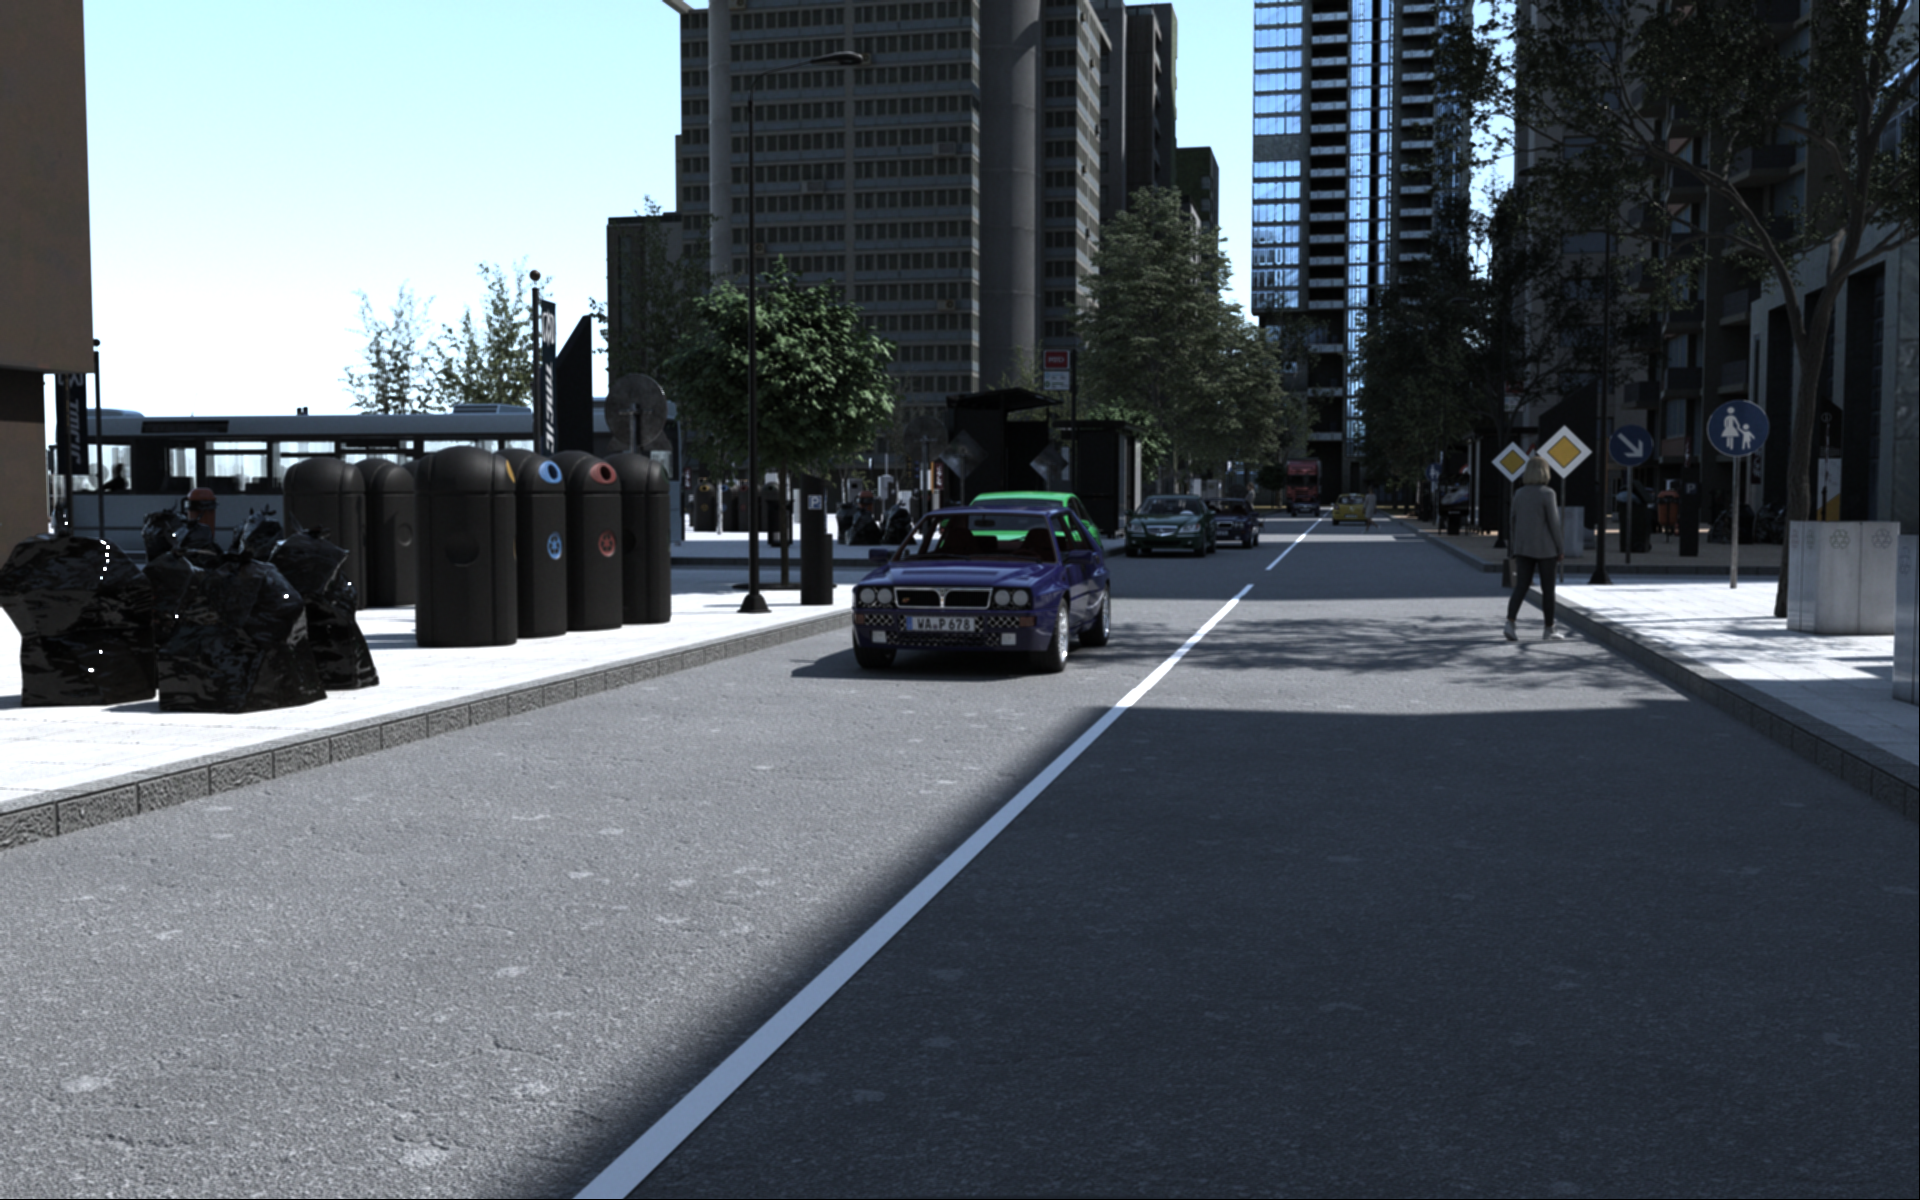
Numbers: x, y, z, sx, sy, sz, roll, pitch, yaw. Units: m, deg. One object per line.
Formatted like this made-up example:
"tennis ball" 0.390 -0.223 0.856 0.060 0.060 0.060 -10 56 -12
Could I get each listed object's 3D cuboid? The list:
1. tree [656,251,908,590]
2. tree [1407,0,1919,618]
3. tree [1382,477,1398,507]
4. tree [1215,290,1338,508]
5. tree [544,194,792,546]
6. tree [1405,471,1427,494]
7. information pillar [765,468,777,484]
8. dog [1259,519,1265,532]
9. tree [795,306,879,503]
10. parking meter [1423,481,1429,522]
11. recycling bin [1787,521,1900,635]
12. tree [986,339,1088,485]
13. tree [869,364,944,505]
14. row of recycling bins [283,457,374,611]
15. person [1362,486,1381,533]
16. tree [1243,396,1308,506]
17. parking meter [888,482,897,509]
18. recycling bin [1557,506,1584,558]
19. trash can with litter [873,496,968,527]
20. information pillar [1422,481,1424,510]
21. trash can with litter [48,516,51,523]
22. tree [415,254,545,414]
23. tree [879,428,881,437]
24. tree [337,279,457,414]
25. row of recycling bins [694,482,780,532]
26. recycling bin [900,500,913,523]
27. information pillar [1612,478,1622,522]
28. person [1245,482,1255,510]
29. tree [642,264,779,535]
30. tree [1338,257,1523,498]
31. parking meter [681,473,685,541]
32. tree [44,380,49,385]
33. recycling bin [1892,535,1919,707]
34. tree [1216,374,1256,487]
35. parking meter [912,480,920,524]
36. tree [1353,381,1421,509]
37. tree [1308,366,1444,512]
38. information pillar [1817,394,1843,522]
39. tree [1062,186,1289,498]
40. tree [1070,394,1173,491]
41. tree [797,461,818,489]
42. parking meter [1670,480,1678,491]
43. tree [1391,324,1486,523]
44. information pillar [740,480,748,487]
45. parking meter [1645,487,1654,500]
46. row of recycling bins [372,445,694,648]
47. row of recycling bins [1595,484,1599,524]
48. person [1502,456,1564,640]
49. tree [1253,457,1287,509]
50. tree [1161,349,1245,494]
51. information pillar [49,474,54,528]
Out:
"tree" -2.441 -2.448 23.732 4.285 4.588 4.351 0 3 0
"tree" 8.454 -5.077 17.419 8.767 10.594 7.601 2 4 27
"tree" 42.252 -10.770 170.696 1.663 3.219 1.824 0 3 0
"tree" 29.338 -18.814 163.491 12.611 20.169 13.585 0 3 0
"tree" -7.020 -5.635 42.497 4.737 8.622 4.395 0 3 0
"tree" 30.527 -7.369 115.088 1.663 3.219 1.824 0 3 0
"information pillar" -7.322 -4.644 67.285 0.504 3.616 0.183 0 4 7
"dog" 11.420 -2.869 66.192 0.540 0.507 0.406 1 4 21
"tree" -6.171 -6.969 64.301 4.737 8.622 4.395 0 3 0
"parking meter" 21.412 -4.517 79.570 0.255 1.863 0.399 1 4 19
"recycling bin" 8.174 -0.214 16.051 0.722 1.027 0.722 0 4 4
"tree" 2.888 -8.073 82.361 4.737 8.622 4.395 0 3 0
"tree" -3.336 -9.072 98.692 4.360 8.622 3.978 0 3 0
"row of recycling bins" -6.623 -0.815 20.436 1.069 1.692 3.534 1 4 15
"person" 14.977 -3.289 63.033 0.760 1.731 0.466 2 4 34
"tree" 32.981 -15.495 179.090 9.928 11.665 9.643 0 3 0
"parking meter" -3.258 -4.756 83.471 0.399 1.863 0.255 -2 4 -27
"recycling bin" 12.173 -1.374 35.019 0.722 1.027 0.722 2 4 31
"trash can with litter" -0.490 -1.532 36.106 2.233 1.210 1.678 -1 4 -15
"information pillar" 26.208 -5.714 97.920 0.304 2.012 0.304 0 4 5
"trash can with litter" -40.349 -4.028 77.237 0.624 1.170 1.055 2 4 32
"tree" -14.224 -6.292 53.242 4.737 8.622 4.395 0 3 0
"tree" -5.825 -7.477 72.603 4.737 8.622 4.395 0 3 0
"tree" -19.580 -6.700 59.902 4.360 8.622 3.978 0 3 0
"row of recycling bins" -7.548 -3.180 59.112 3.534 1.692 1.069 2 4 25
"recycling bin" -2.365 -4.017 78.238 0.722 1.027 0.722 0 4 -2
"information pillar" 29.698 -4.513 78.272 0.304 2.012 0.304 0 4 -8
"person" 8.886 -2.753 53.779 0.573 1.790 0.520 -1 4 -9
"tree" -7.839 -6.375 54.590 4.360 8.622 3.978 0 3 0
"tree" 24.774 -11.272 90.953 9.857 13.997 8.962 0 3 0
"parking meter" -7.729 -2.573 47.776 0.255 1.863 0.399 -1 4 -10
"tree" -24.618 -5.671 43.077 4.737 8.622 4.395 0 3 0
"recycling bin" 6.161 0.127 10.472 0.722 1.027 0.722 0 4 8
"tree" 19.504 -11.302 119.202 7.601 10.594 8.767 -2 4 -33
"parking meter" -1.776 -4.049 71.905 0.399 1.863 0.255 2 4 25
"tree" 36.861 -13.874 144.964 7.486 12.596 7.792 0 3 0
"tree" 32.813 -12.340 127.506 9.928 11.665 9.643 0 3 0
"information pillar" 20.178 -2.989 40.220 0.504 3.616 0.183 2 4 28
"tree" 7.148 -8.966 64.726 7.486 12.596 7.792 0 3 0
"tree" 5.245 -4.467 56.742 4.285 4.588 4.351 0 3 0
"tree" -8.657 -8.101 82.815 4.360 8.622 3.978 0 3 0
"parking meter" 28.692 -3.902 69.512 0.399 1.863 0.255 -2 4 -30
"tree" 20.924 -7.659 75.594 4.737 8.622 4.395 0 3 0
"information pillar" -11.262 -5.250 90.328 0.304 2.012 0.304 1 4 20
"parking meter" 26.321 -3.534 66.186 0.372 1.533 0.369 0 3 0
"row of recycling bins" -3.818 -0.547 16.060 1.069 1.692 3.534 1 4 19
"row of recycling bins" 25.952 -4.112 74.342 3.534 1.692 1.069 0 4 -6
"person" 5.577 -0.509 17.007 0.728 1.800 0.709 -2 4 -32
"tree" 27.408 -10.259 151.453 4.285 4.588 4.351 0 3 0
"tree" 11.386 -8.158 83.738 4.737 8.622 4.395 0 3 0
"information pillar" -33.821 -3.687 64.778 0.304 2.012 0.304 3 4 37
